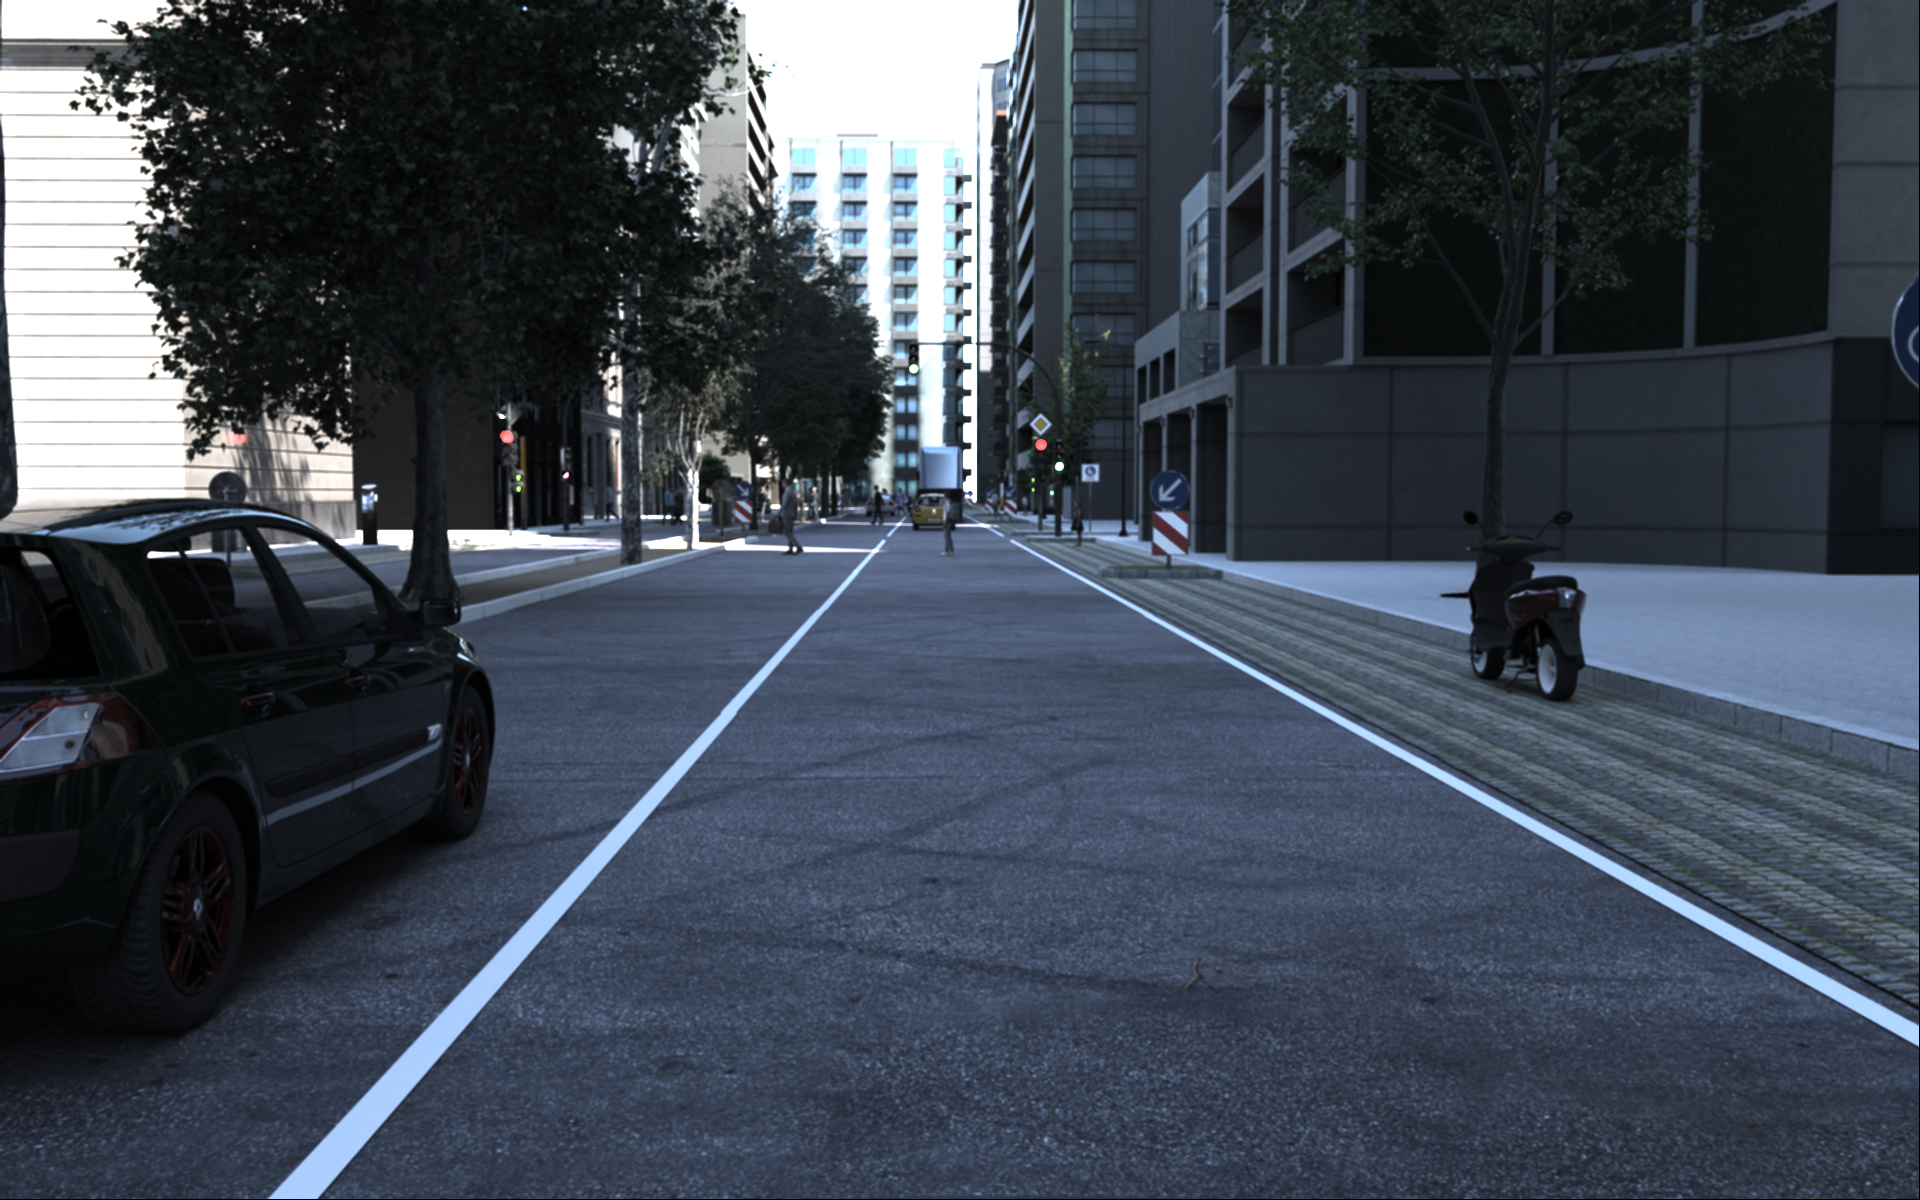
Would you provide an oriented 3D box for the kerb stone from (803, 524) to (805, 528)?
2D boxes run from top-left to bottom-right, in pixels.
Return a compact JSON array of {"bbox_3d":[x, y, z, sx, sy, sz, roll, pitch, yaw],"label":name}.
[{"bbox_3d":[-6.586,-3.004,71.311,0.120,0.150,1.000,0,4,-1],"label":"kerb stone"}]

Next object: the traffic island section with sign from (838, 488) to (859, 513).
[{"bbox_3d":[-8.860,-7.745,134.770,2.006,1.907,1.989,0,4,-1],"label":"traffic island section with sign"}]

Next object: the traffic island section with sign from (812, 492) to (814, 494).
[{"bbox_3d":[-15.808,-11.043,189.173,1.989,1.847,2.006,0,4,-1],"label":"traffic island section with sign"}]

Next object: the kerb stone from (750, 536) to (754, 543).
[{"bbox_3d":[-6.176,-1.720,50.309,0.120,0.150,1.000,0,4,-1],"label":"kerb stone"}]

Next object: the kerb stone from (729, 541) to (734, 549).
[{"bbox_3d":[-6.079,-1.406,45.179,0.120,0.150,1.000,0,4,-1],"label":"kerb stone"}]

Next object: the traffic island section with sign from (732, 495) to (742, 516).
[{"bbox_3d":[-14.314,-6.335,112.213,1.989,1.847,2.006,0,4,-1],"label":"traffic island section with sign"}]

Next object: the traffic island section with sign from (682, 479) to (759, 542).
[{"bbox_3d":[-7.260,-2.697,52.240,2.006,1.907,1.989,0,4,-1],"label":"traffic island section with sign"}]

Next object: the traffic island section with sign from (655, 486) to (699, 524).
[{"bbox_3d":[-13.770,-4.639,84.475,1.989,1.847,2.006,0,4,-1],"label":"traffic island section with sign"}]

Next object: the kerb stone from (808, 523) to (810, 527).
[{"bbox_3d":[-6.647,-3.192,74.394,0.120,0.150,1.000,0,4,-1],"label":"kerb stone"}]

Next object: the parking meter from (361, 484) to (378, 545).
[{"bbox_3d":[-14.894,-2.158,43.700,0.372,1.533,0.369,0,3,0],"label":"parking meter"}]

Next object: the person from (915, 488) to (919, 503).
[{"bbox_3d":[-3.082,-7.237,126.635,0.655,1.846,0.447,-3,5,-43],"label":"person"}]

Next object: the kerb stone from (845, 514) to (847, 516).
[{"bbox_3d":[-7.302,-5.260,108.193,0.120,0.150,1.000,0,4,-1],"label":"kerb stone"}]

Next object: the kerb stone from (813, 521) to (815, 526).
[{"bbox_3d":[-6.705,-3.378,77.469,0.120,0.150,1.000,0,4,-1],"label":"kerb stone"}]

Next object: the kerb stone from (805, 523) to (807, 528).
[{"bbox_3d":[-6.601,-3.067,72.347,0.120,0.150,1.000,0,4,-1],"label":"kerb stone"}]

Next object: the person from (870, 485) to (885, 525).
[{"bbox_3d":[-3.920,-4.477,81.475,0.755,1.850,0.659,-1,4,-10],"label":"person"}]

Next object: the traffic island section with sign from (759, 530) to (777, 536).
[{"bbox_3d":[-7.394,-3.150,59.646,2.006,1.907,1.989,0,4,-1],"label":"traffic island section with sign"}]

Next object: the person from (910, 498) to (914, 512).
[{"bbox_3d":[-3.584,-7.220,132.050,1.012,1.151,0.738,-1,4,-15],"label":"person"}]

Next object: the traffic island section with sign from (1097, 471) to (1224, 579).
[{"bbox_3d":[3.417,-1.305,29.965,1.989,1.847,2.006,0,4,-1],"label":"traffic island section with sign"}]

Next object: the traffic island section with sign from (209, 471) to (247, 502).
[{"bbox_3d":[-12.711,-1.285,29.633,1.989,1.847,2.006,0,4,-1],"label":"traffic island section with sign"}]

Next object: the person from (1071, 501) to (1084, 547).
[{"bbox_3d":[3.168,-2.059,46.838,0.373,1.253,0.362,0,4,-7],"label":"person"}]

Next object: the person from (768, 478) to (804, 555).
[{"bbox_3d":[-4.080,-1.979,40.980,0.853,1.813,0.709,1,4,9],"label":"person"}]

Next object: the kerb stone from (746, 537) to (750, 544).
[{"bbox_3d":[-6.164,-1.656,49.279,0.120,0.150,1.000,0,4,-1],"label":"kerb stone"}]

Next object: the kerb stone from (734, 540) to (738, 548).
[{"bbox_3d":[-6.092,-1.468,46.201,0.120,0.150,1.000,0,4,-1],"label":"kerb stone"}]

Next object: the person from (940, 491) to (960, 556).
[{"bbox_3d":[-0.278,-1.791,40.373,0.523,1.515,0.503,-1,4,-20],"label":"person"}]

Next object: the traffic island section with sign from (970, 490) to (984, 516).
[{"bbox_3d":[1.807,-6.337,112.237,1.989,1.847,2.006,0,4,-1],"label":"traffic island section with sign"}]

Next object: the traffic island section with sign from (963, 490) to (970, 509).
[{"bbox_3d":[0.837,-9.391,162.175,1.989,1.847,2.006,0,4,-1],"label":"traffic island section with sign"}]

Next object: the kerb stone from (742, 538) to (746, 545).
[{"bbox_3d":[-6.141,-1.594,48.252,0.120,0.150,1.000,0,4,-1],"label":"kerb stone"}]

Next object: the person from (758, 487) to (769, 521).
[{"bbox_3d":[-10.266,-5.009,90.570,0.590,1.801,0.661,-3,5,-43],"label":"person"}]

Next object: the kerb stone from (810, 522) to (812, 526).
[{"bbox_3d":[-6.660,-3.255,75.416,0.120,0.150,1.000,0,4,-1],"label":"kerb stone"}]

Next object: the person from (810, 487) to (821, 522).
[{"bbox_3d":[-7.250,-4.790,87.242,0.534,1.772,0.576,0,4,4],"label":"person"}]

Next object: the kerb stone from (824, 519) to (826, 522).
[{"bbox_3d":[-6.863,-3.882,85.660,0.120,0.150,1.000,0,4,-1],"label":"kerb stone"}]

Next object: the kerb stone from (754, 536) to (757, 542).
[{"bbox_3d":[-6.199,-1.778,51.338,0.120,0.150,1.000,0,4,-1],"label":"kerb stone"}]

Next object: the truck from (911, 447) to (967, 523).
[{"bbox_3d":[-1.114,-6.287,92.552,2.967,4.110,18.799,0,4,0],"label":"truck"}]

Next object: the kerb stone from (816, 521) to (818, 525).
[{"bbox_3d":[-6.742,-3.506,79.524,0.120,0.150,1.000,0,4,-1],"label":"kerb stone"}]

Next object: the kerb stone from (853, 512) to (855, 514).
[{"bbox_3d":[-7.515,-5.949,119.465,0.120,0.150,1.000,0,4,-1],"label":"kerb stone"}]

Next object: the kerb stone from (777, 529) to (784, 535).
[{"bbox_3d":[-6.410,-2.439,62.071,0.120,0.150,1.000,0,4,-1],"label":"kerb stone"}]

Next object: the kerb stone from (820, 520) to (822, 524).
[{"bbox_3d":[-6.803,-3.690,82.591,0.120,0.150,1.000,0,4,-1],"label":"kerb stone"}]

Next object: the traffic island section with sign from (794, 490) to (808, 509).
[{"bbox_3d":[-15.266,-9.357,161.617,1.989,1.847,2.006,0,4,-1],"label":"traffic island section with sign"}]

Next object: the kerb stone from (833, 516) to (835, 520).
[{"bbox_3d":[-7.020,-4.382,93.849,0.120,0.150,1.000,0,4,-1],"label":"kerb stone"}]

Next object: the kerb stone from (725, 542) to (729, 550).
[{"bbox_3d":[-6.060,-1.337,44.158,0.120,0.150,1.000,0,4,-1],"label":"kerb stone"}]

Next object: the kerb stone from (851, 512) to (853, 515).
[{"bbox_3d":[-7.465,-5.761,116.395,0.120,0.150,1.000,0,4,-1],"label":"kerb stone"}]

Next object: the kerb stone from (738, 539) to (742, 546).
[{"bbox_3d":[-6.117,-1.531,47.231,0.120,0.150,1.000,0,4,-1],"label":"kerb stone"}]

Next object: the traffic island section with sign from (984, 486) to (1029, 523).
[{"bbox_3d":[2.334,-4.674,85.042,1.989,1.847,2.006,0,4,-1],"label":"traffic island section with sign"}]

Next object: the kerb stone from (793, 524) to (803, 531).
[{"bbox_3d":[-6.562,-2.939,70.274,0.120,0.150,1.000,0,4,-1],"label":"kerb stone"}]

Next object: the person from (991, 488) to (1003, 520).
[{"bbox_3d":[2.061,-5.225,94.601,0.598,1.740,0.731,1,4,23],"label":"person"}]
